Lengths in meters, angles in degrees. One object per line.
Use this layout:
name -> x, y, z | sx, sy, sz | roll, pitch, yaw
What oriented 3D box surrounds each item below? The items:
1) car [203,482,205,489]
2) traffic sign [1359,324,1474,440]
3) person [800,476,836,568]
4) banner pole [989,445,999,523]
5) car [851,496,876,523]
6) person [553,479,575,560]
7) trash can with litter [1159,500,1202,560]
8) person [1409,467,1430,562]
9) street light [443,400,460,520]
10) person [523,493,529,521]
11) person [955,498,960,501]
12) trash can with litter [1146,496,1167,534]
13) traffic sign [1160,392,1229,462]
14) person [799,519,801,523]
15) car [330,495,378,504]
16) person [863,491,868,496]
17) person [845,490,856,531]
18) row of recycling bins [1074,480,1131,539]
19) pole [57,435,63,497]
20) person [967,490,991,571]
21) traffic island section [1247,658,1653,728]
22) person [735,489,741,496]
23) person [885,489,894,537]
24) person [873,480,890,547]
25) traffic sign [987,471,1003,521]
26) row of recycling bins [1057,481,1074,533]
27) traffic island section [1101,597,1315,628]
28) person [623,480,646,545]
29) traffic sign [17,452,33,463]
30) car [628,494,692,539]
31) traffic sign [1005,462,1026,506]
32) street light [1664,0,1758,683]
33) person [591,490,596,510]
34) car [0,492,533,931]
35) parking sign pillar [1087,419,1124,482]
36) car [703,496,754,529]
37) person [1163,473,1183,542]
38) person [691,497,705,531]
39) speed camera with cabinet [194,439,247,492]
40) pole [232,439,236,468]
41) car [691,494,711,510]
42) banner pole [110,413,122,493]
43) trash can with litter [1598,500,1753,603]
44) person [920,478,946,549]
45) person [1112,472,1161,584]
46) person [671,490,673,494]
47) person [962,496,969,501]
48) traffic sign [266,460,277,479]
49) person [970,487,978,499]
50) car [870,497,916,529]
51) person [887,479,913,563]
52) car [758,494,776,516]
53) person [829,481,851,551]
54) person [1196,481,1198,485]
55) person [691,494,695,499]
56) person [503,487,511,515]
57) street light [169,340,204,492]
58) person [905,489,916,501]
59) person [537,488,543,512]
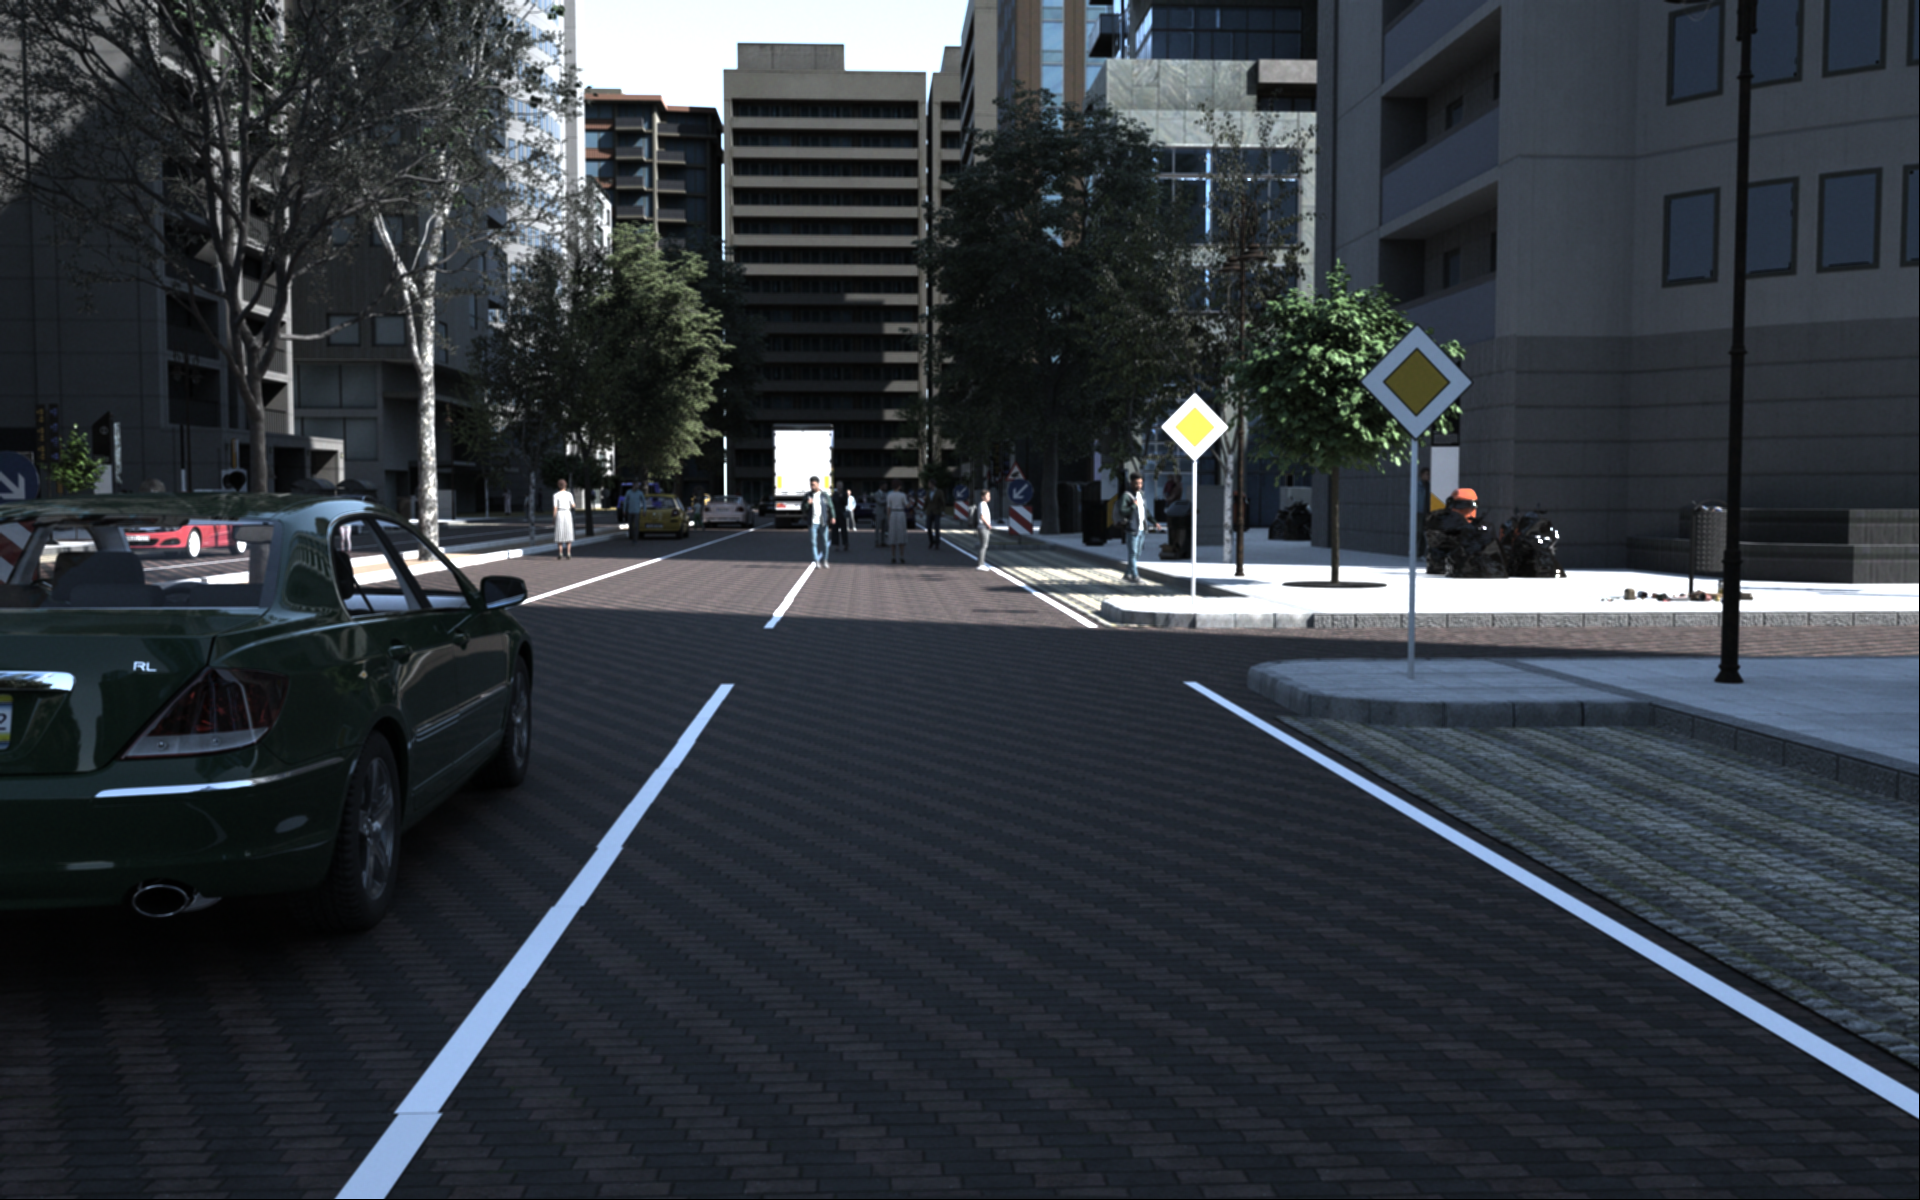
car -> -17.763, -1.854, 39.347 | 2.155, 1.783, 4.494 | 0, 4, -2
traffic sign -> 3.147, -0.595, 11.920 | 0.795, 2.593, 0.064 | 0, 4, -3
person -> -2.755, -1.505, 33.456 | 0.623, 1.781, 0.721 | -1, 4, -20
banner pole -> 1.587, -5.386, 78.071 | 0.401, 3.779, 0.863 | -3, 5, -41
car -> -4.635, -4.605, 87.877 | 1.945, 1.354, 3.894 | 0, 4, -2
person -> -8.693, -1.768, 37.973 | 0.480, 1.755, 0.524 | -1, 4, -23
trash can with litter -> 4.298, -1.383, 33.997 | 0.624, 1.170, 1.055 | 2, 4, 25
person -> 8.754, -1.622, 32.906 | 0.601, 1.785, 0.444 | -2, 4, -24
street light -> -24.999, -6.882, 85.303 | 0.468, 5.910, 1.993 | 0, 4, -3
person -> -23.017, -4.953, 92.078 | 0.523, 1.515, 0.503 | -2, 4, -25
person -> 0.006, -8.000, 140.067 | 0.991, 1.433, 0.599 | -2, 4, -27
trash can with litter -> 6.914, -2.781, 56.535 | 2.233, 1.210, 1.678 | 2, 4, 29
traffic sign -> 2.709, -1.083, 19.893 | 0.795, 2.593, 0.064 | 0, 4, -3
person -> -8.128, -4.607, 85.630 | 0.589, 1.601, 0.330 | 1, 4, 20
car -> -21.598, -3.001, 61.065 | 2.014, 1.417, 4.499 | 0, 4, -3
person -> -8.773, -9.284, 160.967 | 0.621, 1.740, 0.551 | -2, 4, -30
person -> -4.355, -3.511, 67.721 | 0.589, 1.601, 0.330 | 0, 4, 1
row of recycling bins -> 4.409, -2.719, 51.567 | 1.069, 1.692, 3.534 | -1, 4, -10
pole -> -31.239, -4.052, 60.100 | 0.158, 3.312, 0.155 | 0, 3, 0
person -> 0.426, -1.309, 32.495 | 0.523, 1.515, 0.503 | -3, 5, -39
traffic island section -> 3.170, 0.629, 12.004 | 2.009, 0.180, 2.903 | 0, 4, -3
person -> -16.460, -7.377, 129.055 | 0.705, 1.831, 1.348 | 2, 4, 27
person -> -2.270, -3.027, 58.003 | 0.660, 1.820, 0.620 | 1, 4, 21
person -> -2.065, -2.335, 46.866 | 0.466, 1.800, 0.511 | 2, 4, 26
traffic sign -> 1.686, -5.034, 82.406 | 0.768, 2.556, 0.104 | 0, 4, 2
row of recycling bins -> 3.846, -3.108, 57.927 | 1.069, 1.692, 3.534 | 2, 4, 24
traffic island section -> 2.733, 0.141, 19.977 | 2.009, 0.180, 2.903 | 0, 4, -3
person -> -9.234, -2.507, 49.352 | 0.638, 1.841, 0.748 | 0, 4, 8
traffic sign -> -22.800, -2.442, 42.061 | 0.606, 2.300, 0.079 | 0, 3, 0
car -> -9.735, -2.810, 56.172 | 2.015, 1.641, 3.980 | 0, 4, -5
traffic sign -> 2.225, -4.218, 68.968 | 0.884, 2.594, 0.081 | 0, 4, 5
street light -> 5.247, -2.376, 11.639 | 0.468, 5.910, 1.993 | 0, 4, -3
person -> -29.071, -7.990, 136.546 | 0.709, 1.838, 0.599 | 0, 4, 1
car -> -2.940, 0.291, 7.039 | 2.131, 1.459, 4.920 | 0, 4, -5
parking sign pillar -> 5.266, -4.541, 62.724 | 1.447, 3.967, 1.447 | -1, 4, -21
car -> -9.800, -3.734, 73.412 | 2.083, 1.381, 4.827 | 0, 4, -2
person -> 5.654, -2.432, 45.777 | 0.580, 1.828, 0.573 | 2, 4, 34
person -> -10.148, -3.325, 67.109 | 0.590, 1.304, 0.306 | 2, 4, 34
speed camera with cabinet -> -26.753, -4.176, 62.607 | 2.038, 3.252, 0.660 | 1, 4, 23
pole -> -26.770, -4.288, 63.959 | 0.158, 3.312, 0.155 | 0, 3, 0
car -> -23.972, -9.235, 161.217 | 2.015, 1.641, 3.980 | 0, 4, -2
banner pole -> -26.013, -3.876, 53.395 | 0.863, 3.779, 0.401 | 3, 5, 43
trash can with litter -> 8.725, -0.614, 21.095 | 2.233, 1.210, 1.678 | -1, 4, -10
person -> -0.712, -2.252, 45.226 | 0.656, 1.842, 0.836 | 0, 4, -4
person -> 2.775, -1.142, 27.520 | 0.721, 1.781, 0.623 | 2, 4, 30
person -> -18.580, -6.322, 112.668 | 0.445, 1.727, 0.742 | -2, 4, -28
person -> 0.277, -6.500, 112.256 | 0.705, 1.831, 1.348 | -2, 4, -32
traffic sign -> -23.861, -3.631, 59.376 | 0.884, 2.594, 0.081 | 0, 4, 2
person -> 1.004, -6.798, 117.896 | 0.721, 1.736, 1.217 | -2, 4, -26
car -> -2.816, -3.702, 73.110 | 1.945, 1.354, 3.894 | 0, 4, -5
person -> -1.262, -1.661, 36.226 | 0.480, 1.755, 0.524 | 1, 4, 14
car -> -12.159, -6.294, 112.693 | 2.009, 1.686, 4.222 | 0, 4, -3
person -> -3.068, -2.148, 44.045 | 0.576, 1.772, 0.534 | 0, 4, 5
person -> 8.027, -3.220, 59.440 | 0.760, 1.731, 0.466 | -1, 4, -13
person -> -26.809, -10.186, 175.133 | 1.348, 1.812, 0.705 | 3, 5, 43
person -> -27.741, -6.073, 106.009 | 0.551, 1.740, 0.621 | 0, 4, 7
street light -> -23.178, -4.847, 52.039 | 0.468, 5.910, 1.993 | 0, 4, -3
person -> -3.450, -6.334, 112.772 | 1.217, 1.736, 0.721 | 1, 4, 10
person -> -29.540, -7.028, 121.866 | 0.530, 1.710, 0.541 | -1, 4, -11
